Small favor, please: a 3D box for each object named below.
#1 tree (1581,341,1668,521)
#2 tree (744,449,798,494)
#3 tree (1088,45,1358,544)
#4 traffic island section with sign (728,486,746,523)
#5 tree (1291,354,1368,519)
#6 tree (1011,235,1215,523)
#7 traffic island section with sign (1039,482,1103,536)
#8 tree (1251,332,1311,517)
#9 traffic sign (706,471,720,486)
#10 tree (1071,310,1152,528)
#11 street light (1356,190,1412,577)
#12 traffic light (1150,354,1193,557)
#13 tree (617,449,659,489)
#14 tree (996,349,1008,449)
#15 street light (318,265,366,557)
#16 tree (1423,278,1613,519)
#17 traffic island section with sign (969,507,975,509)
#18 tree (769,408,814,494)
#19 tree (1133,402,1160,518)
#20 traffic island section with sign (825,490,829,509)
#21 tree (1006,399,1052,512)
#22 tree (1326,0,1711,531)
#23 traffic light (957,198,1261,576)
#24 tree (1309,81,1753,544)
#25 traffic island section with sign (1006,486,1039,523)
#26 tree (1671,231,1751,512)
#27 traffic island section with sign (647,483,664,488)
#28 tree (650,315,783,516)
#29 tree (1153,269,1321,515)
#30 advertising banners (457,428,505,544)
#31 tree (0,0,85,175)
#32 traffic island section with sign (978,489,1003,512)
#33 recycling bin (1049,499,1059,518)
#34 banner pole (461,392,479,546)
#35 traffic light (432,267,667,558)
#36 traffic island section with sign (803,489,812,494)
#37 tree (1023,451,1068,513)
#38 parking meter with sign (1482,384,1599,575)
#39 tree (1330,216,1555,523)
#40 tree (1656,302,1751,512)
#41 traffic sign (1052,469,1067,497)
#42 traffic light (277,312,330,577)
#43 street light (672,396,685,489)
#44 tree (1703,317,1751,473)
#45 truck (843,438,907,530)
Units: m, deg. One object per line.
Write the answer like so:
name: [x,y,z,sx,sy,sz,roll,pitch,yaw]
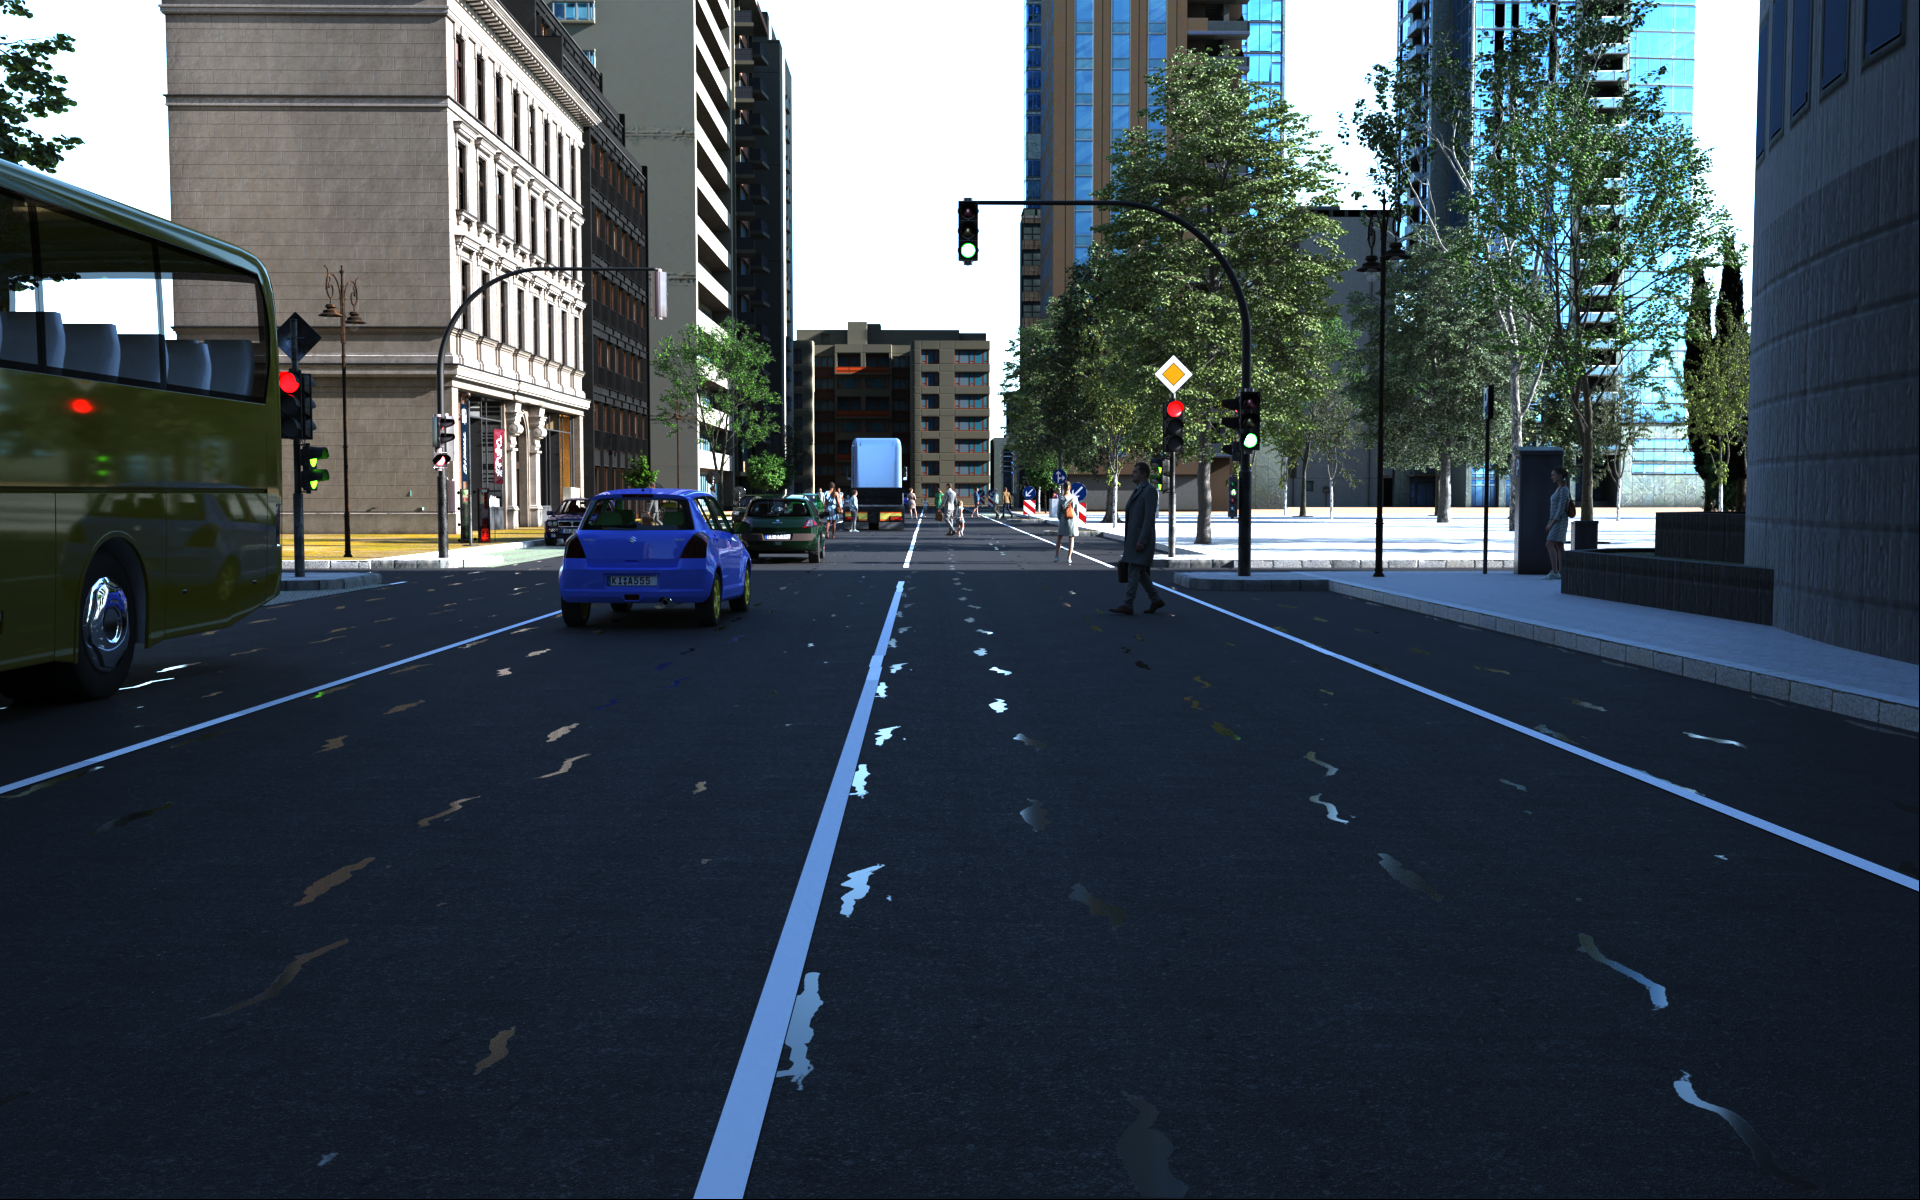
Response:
tree: [31.235,-8.046,81.916,4.360,8.622,3.978,0,3,0]
tree: [-14.141,-8.730,126.456,4.285,4.588,4.351,0,3,0]
tree: [6.569,-7.731,44.534,7.486,12.596,7.792,0,3,0]
traffic island section with sign: [-11.063,-4.793,86.992,1.989,1.847,2.006,0,4,-1]
tree: [18.693,-8.357,86.995,4.360,8.622,3.978,0,3,0]
tree: [6.841,-9.753,76.467,9.611,12.733,9.660,0,3,0]
traffic island section with sign: [3.870,-3.126,59.742,1.989,1.847,2.006,0,4,-1]
tree: [19.403,-10.468,96.901,9.928,11.665,9.643,0,3,0]
traffic sign: [-13.460,-5.759,94.261,0.768,2.556,0.104,0,4,3]
tree: [6.096,-7.044,65.526,4.737,8.622,4.395,0,3,0]
street light: [6.503,-3.299,26.723,0.468,5.910,1.993,0,4,-1]
traffic light: [4.281,-2.820,35.032,0.839,4.253,0.868,0,4,-1]
tree: [-13.653,-4.892,74.578,1.663,3.219,1.824,0,3,0]
tree: [5.645,-11.063,99.009,7.486,12.596,7.792,0,3,0]
street light: [-12.476,-3.813,35.125,0.468,5.910,1.993,0,4,-1]
tree: [29.085,-10.606,90.424,9.611,12.733,9.660,0,3,0]
traffic island section with sign: [1.903,-9.586,165.355,1.989,1.847,2.006,0,4,-1]
tree: [-14.575,-12.130,148.694,4.360,8.622,3.978,0,3,0]
tree: [10.205,-8.625,91.381,4.360,8.622,3.978,0,3,0]
traffic island section with sign: [-12.494,-9.553,164.821,1.989,1.847,2.006,0,4,-1]
tree: [5.470,-10.485,121.784,4.360,8.622,3.978,0,3,0]
tree: [18.602,-12.375,58.222,12.611,20.169,13.585,0,3,0]
traffic light: [2.339,-3.193,26.869,4.771,5.953,1.251,0,4,-1]
tree: [16.119,-7.275,44.697,9.928,11.665,9.643,0,3,0]
traffic island section with sign: [3.352,-4.831,87.609,1.989,1.847,2.006,0,4,-1]
tree: [43.673,-11.647,92.255,13.155,14.587,18.604,0,4,-7]
traffic island section with sign: [-10.565,-3.145,60.041,1.989,1.847,2.006,0,4,-1]
tree: [-14.261,-10.788,102.139,9.928,11.665,9.643,0,3,0]
tree: [8.740,-6.319,53.671,4.737,8.622,4.395,0,3,0]
advertising banners: [-12.584,-3.026,45.655,0.090,3.025,2.074,1,4,20]
tree: [-13.214,-6.076,17.476,7.486,12.596,7.792,0,3,0]
traffic island section with sign: [2.421,-7.901,137.810,1.989,1.847,2.006,0,4,-1]
recycling bin: [5.275,-5.024,94.692,0.722,1.027,0.722,0,4,-6]
banner pole: [-12.099,-3.210,42.493,0.401,3.779,0.863,0,4,-1]
traffic light: [-8.287,-3.679,34.819,4.771,5.953,1.251,0,4,-1]
traffic island section with sign: [-11.988,-7.839,136.803,1.989,1.847,2.006,0,4,-1]
tree: [5.742,-8.032,115.031,4.285,4.588,4.351,0,3,0]
parking meter with sign: [9.262,-1.920,27.649,1.738,3.016,0.543,0,4,8]
tree: [21.661,-10.447,77.458,9.857,13.997,8.962,0,3,0]
tree: [28.723,-7.057,65.738,4.737,8.622,4.395,0,3,0]
traffic sign: [5.116,-5.436,88.990,0.768,2.556,0.104,1,4,8]
traffic light: [-10.229,-2.314,26.762,0.839,4.253,0.868,0,4,-1]
street light: [-13.272,-6.652,81.555,0.468,5.910,1.993,0,4,-1]
tree: [32.690,-7.404,71.411,4.360,8.622,3.978,0,3,0]
truck: [-3.772,-5.361,77.413,2.967,4.110,18.799,0,4,-2]
